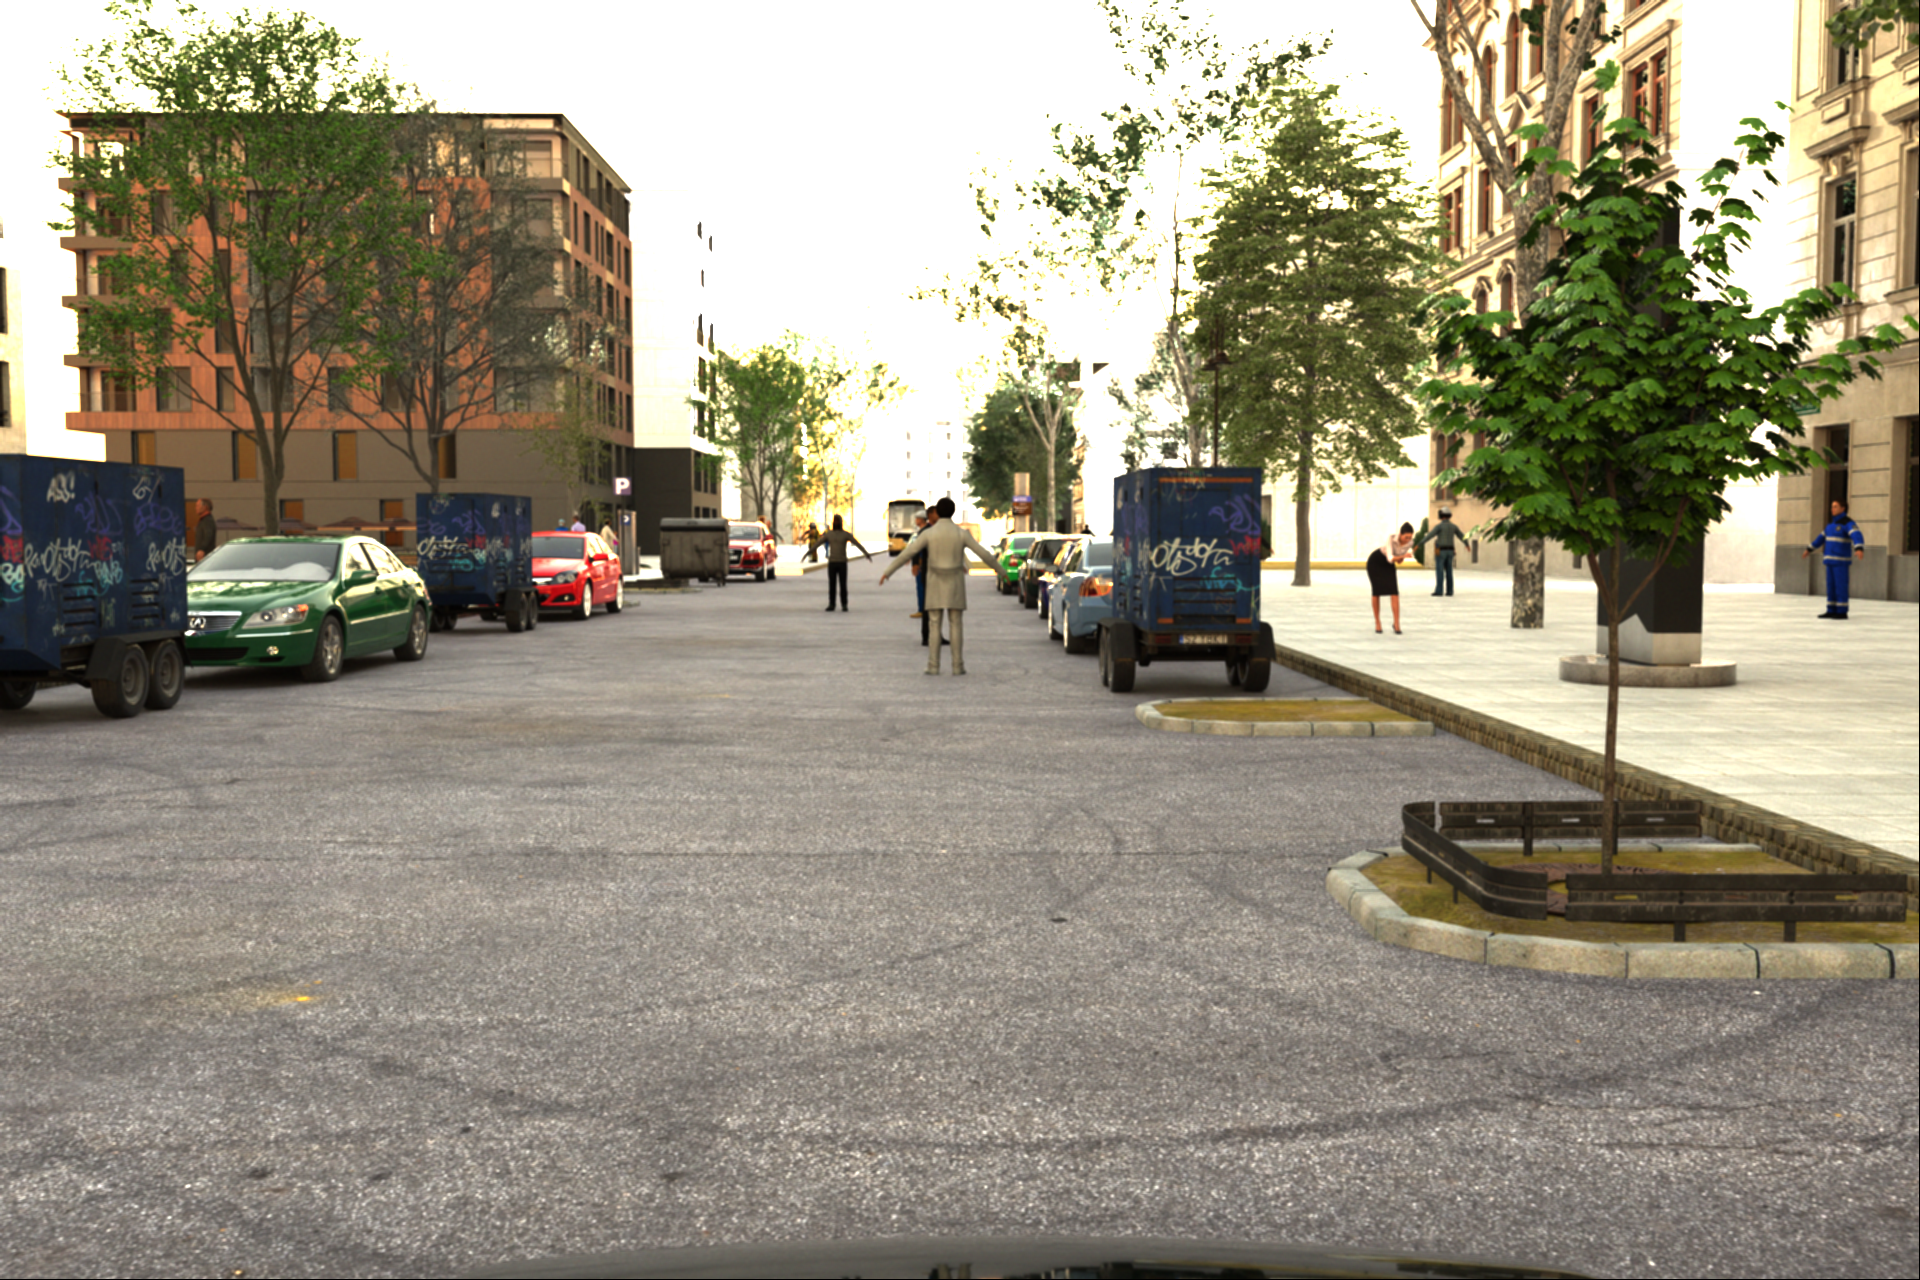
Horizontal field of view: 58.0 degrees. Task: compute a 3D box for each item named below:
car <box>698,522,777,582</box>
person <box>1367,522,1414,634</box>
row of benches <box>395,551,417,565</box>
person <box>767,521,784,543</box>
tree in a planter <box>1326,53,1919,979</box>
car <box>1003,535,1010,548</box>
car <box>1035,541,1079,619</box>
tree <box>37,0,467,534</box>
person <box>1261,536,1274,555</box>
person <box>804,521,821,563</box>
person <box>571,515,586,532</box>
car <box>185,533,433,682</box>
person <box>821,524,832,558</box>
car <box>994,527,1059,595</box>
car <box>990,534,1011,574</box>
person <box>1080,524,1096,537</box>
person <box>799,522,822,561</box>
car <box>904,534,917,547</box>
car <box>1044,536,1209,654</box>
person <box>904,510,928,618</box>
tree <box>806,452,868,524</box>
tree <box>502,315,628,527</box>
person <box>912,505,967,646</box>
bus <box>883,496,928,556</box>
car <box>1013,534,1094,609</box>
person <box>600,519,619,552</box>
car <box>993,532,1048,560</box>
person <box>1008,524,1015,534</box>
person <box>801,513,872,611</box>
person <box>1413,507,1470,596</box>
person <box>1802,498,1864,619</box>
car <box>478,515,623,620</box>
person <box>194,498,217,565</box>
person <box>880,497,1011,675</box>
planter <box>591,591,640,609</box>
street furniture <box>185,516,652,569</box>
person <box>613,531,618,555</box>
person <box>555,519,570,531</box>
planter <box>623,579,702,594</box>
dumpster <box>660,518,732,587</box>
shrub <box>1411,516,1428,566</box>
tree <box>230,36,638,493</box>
[{"bbox_3d":[-6.829,-2.735,53.384,2.281,1.827,5.304,0,4,-1],"label":"car"},{"bbox_3d":[5.563,-0.796,22.239,0.799,1.438,0.628,3,5,40],"label":"person"},{"bbox_3d":[-18.442,-2.853,62.106,4.104,0.672,1.422,-2,4,-31],"label":"row of benches"},{"bbox_3d":[-7.360,-3.694,66.661,1.348,1.796,0.705,1,4,16],"label":"person"},{"bbox_3d":[2.462,-0.566,6.482,1.991,3.239,1.994,0,4,0],"label":"tree in a planter"},{"bbox_3d":[2.048,-2.593,52.625,2.015,1.641,3.980,0,3,0],"label":"car"},{"bbox_3d":[2.228,-0.951,28.130,1.945,1.354,3.894,0,4,-2],"label":"car"},{"bbox_3d":[-13.103,-6.542,32.712,9.928,11.665,9.643,0,3,0],"label":"tree"},{"bbox_3d":[5.087,-1.578,31.870,1.348,1.821,0.705,1,4,13],"label":"person"},{"bbox_3d":[-6.609,-4.426,78.141,0.705,1.858,1.354,2,4,27],"label":"person"},{"bbox_3d":[-11.405,-2.774,51.273,0.599,1.838,0.709,2,4,33],"label":"person"},{"bbox_3d":[-7.004,-0.394,18.237,2.131,1.459,4.920,0,4,-1],"label":"car"},{"bbox_3d":[-6.890,-5.201,91.009,1.349,1.833,0.705,0,4,5],"label":"person"},{"bbox_3d":[1.835,-2.051,42.325,1.959,1.807,4.718,0,4,-1],"label":"car"},{"bbox_3d":[2.095,-3.179,61.770,2.009,1.686,4.222,0,4,-1],"label":"car"},{"bbox_3d":[6.840,-5.324,93.229,1.347,1.806,0.705,2,4,31],"label":"person"},{"bbox_3d":[-6.793,-4.499,79.702,1.345,1.843,0.704,1,4,14],"label":"person"},{"bbox_3d":[-2.160,-5.341,99.120,2.131,1.459,4.920,0,4,-2],"label":"car"},{"bbox_3d":[2.103,-0.614,22.037,2.014,1.417,4.499,0,4,-1],"label":"car"},{"bbox_3d":[-0.669,-1.314,29.796,0.705,1.847,1.347,1,4,14],"label":"person"},{"bbox_3d":[-18.911,-21.230,257.483,12.009,13.543,11.850,0,3,0],"label":"tree"},{"bbox_3d":[-12.768,-6.586,58.045,4.360,8.622,3.978,0,3,0],"label":"tree"},{"bbox_3d":[-0.316,-0.833,22.300,0.704,1.802,1.346,2,4,28],"label":"person"},{"bbox_3d":[-3.417,-7.553,115.040,2.896,3.916,12.252,0,4,0],"label":"bus"},{"bbox_3d":[2.077,-1.525,34.722,2.009,1.686,4.222,0,4,0],"label":"car"},{"bbox_3d":[-12.358,-3.352,60.896,0.704,1.819,1.344,-3,5,-40],"label":"person"},{"bbox_3d":[1.992,-2.326,47.066,2.155,1.783,4.494,0,4,-1],"label":"car"},{"bbox_3d":[2.843,-5.073,89.088,1.346,1.812,0.704,-1,4,-13],"label":"person"},{"bbox_3d":[-2.283,-1.448,32.255,1.348,1.813,0.705,1,4,10],"label":"person"},{"bbox_3d":[10.030,-1.839,35.905,1.345,1.849,0.704,-1,4,-17],"label":"person"},{"bbox_3d":[13.262,-1.238,26.211,0.704,1.831,1.345,-1,4,-8],"label":"person"},{"bbox_3d":[-7.079,-1.289,30.123,2.155,1.783,4.494,0,3,0],"label":"car"},{"bbox_3d":[-11.012,-1.165,25.235,0.705,1.807,1.348,-2,4,-24],"label":"person"},{"bbox_3d":[-0.148,-0.555,17.720,1.347,1.806,0.705,0,4,-3],"label":"person"},{"bbox_3d":[-7.410,-0.800,34.217,1.991,0.319,1.994,0,3,0],"label":"planter"},{"bbox_3d":[-23.510,-4.072,71.603,27.439,1.986,14.083,1,4,9],"label":"street furniture"},{"bbox_3d":[-16.432,-4.502,82.873,0.599,1.433,0.991,-2,4,-29],"label":"person"},{"bbox_3d":[-14.554,-3.497,63.297,1.347,1.817,0.704,0,4,2],"label":"person"},{"bbox_3d":[-7.391,-1.306,42.498,1.991,0.319,1.994,0,4,1],"label":"planter"},{"bbox_3d":[-7.233,-2.392,47.318,1.865,1.857,1.264,0,4,0],"label":"dumpster"},{"bbox_3d":[18.766,-3.979,69.099,1.661,2.075,1.752,0,3,0],"label":"shrub"},{"bbox_3d":[-13.553,-8.171,43.974,12.009,13.543,11.850,0,3,0],"label":"tree"}]
